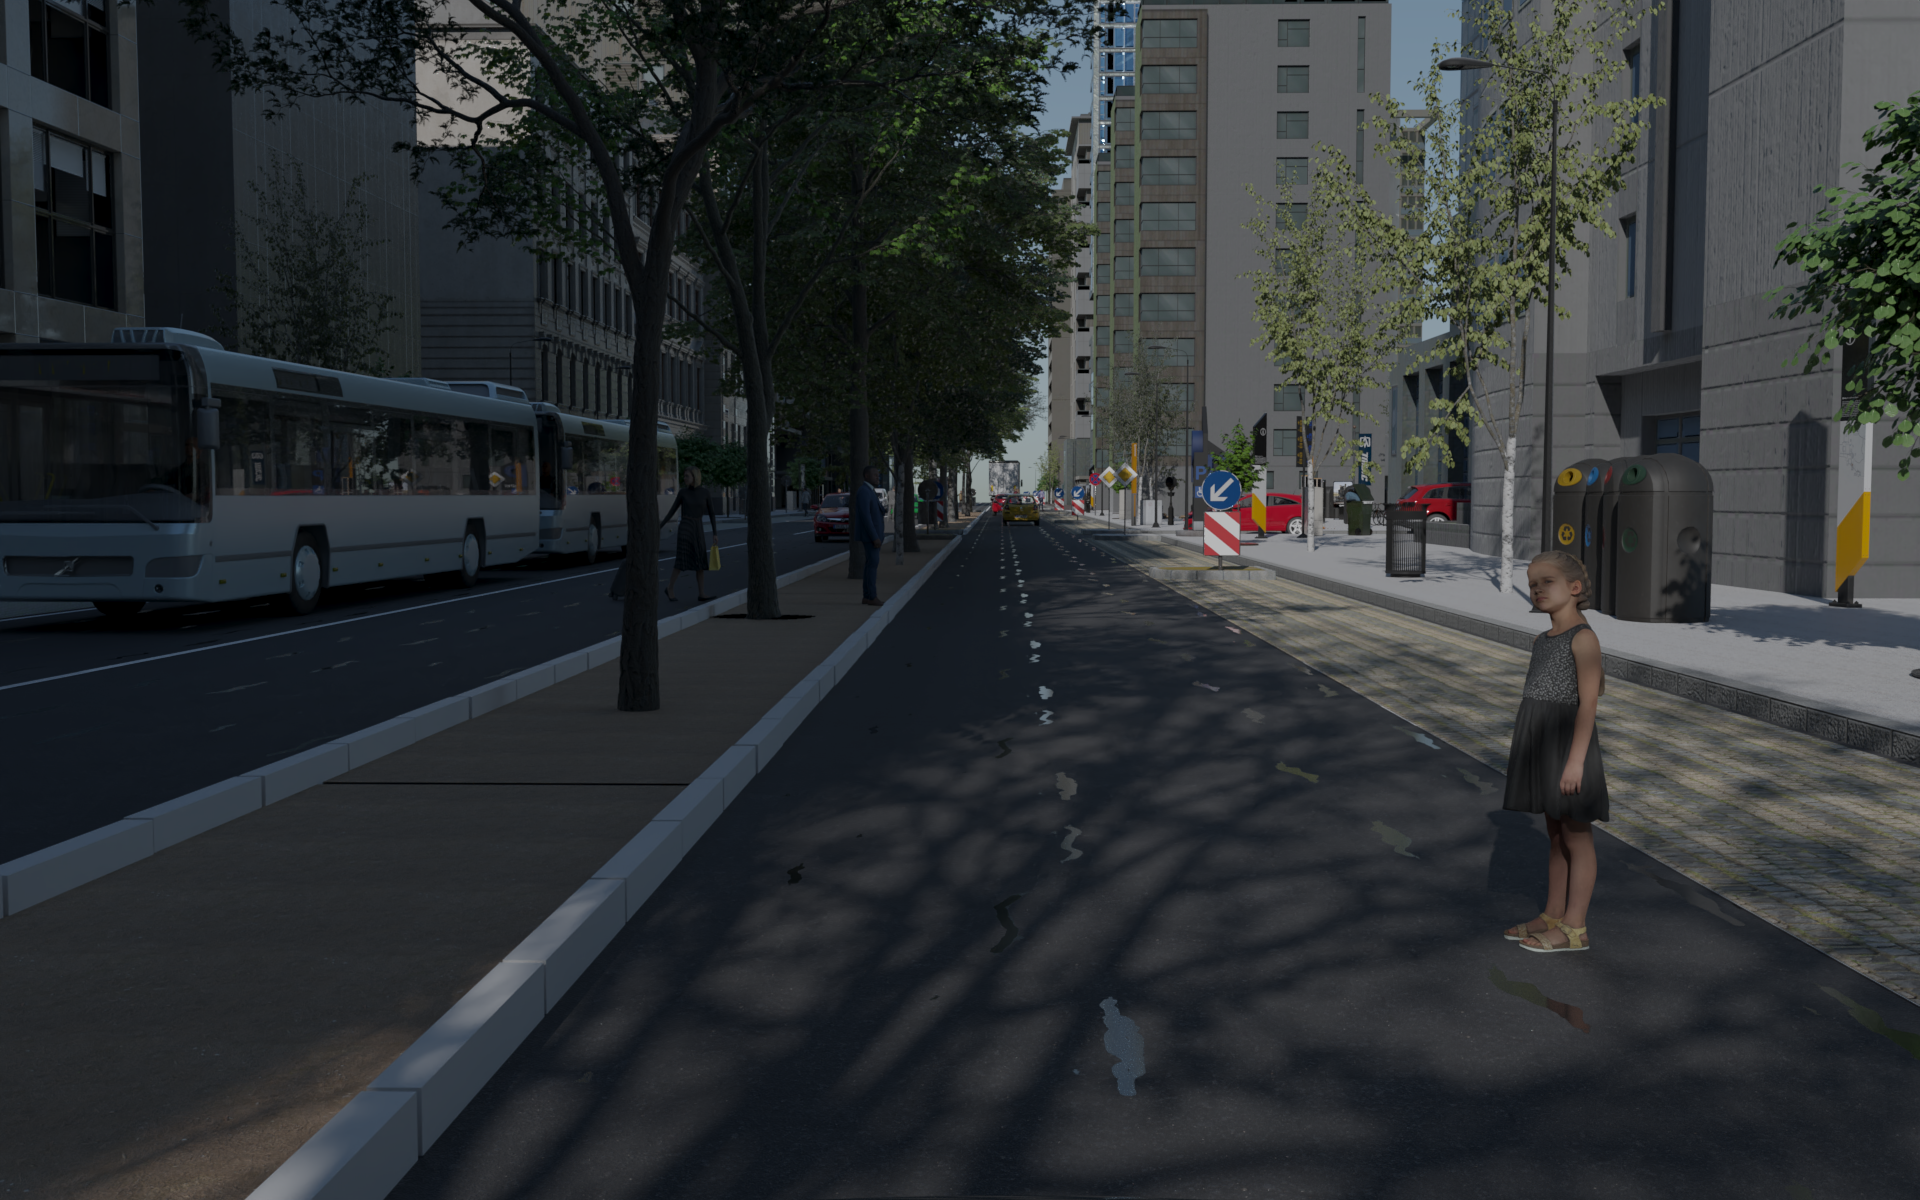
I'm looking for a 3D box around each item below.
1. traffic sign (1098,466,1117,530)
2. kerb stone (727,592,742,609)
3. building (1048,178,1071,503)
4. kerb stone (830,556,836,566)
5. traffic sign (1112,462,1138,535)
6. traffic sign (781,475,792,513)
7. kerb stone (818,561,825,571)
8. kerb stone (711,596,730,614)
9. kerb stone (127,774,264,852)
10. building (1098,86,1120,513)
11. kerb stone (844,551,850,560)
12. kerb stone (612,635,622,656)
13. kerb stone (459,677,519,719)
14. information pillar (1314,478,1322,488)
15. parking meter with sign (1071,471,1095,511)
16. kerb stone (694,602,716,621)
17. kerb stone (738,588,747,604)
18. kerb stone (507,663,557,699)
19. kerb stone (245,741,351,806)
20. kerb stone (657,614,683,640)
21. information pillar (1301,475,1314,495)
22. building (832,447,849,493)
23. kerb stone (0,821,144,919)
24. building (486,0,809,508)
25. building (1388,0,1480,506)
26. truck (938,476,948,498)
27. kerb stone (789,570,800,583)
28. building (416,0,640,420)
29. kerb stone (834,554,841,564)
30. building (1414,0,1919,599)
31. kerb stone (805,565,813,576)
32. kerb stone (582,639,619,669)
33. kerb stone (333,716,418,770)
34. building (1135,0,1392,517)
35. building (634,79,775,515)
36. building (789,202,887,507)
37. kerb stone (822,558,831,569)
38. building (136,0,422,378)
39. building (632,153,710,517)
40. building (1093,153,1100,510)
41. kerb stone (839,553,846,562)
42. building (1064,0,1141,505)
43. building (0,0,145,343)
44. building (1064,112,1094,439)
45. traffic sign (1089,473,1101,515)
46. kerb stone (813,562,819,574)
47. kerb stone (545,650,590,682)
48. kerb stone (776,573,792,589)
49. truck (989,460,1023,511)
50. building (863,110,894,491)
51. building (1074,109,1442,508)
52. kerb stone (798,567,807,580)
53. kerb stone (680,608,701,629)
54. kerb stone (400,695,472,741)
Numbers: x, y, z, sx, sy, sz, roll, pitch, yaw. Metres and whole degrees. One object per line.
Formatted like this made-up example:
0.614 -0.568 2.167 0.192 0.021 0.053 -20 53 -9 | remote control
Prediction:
5.363 -3.586 62.279 0.795 2.450 0.064 0 4 1 | traffic sign
-2.899 0.030 21.720 0.120 0.150 1.000 0 4 1 | kerb stone
24.202 -38.946 260.468 21.300 48.544 21.600 0 4 1 | building
-2.596 -0.721 34.036 0.120 0.150 1.000 0 4 1 | kerb stone
5.170 -3.098 54.296 0.795 2.450 0.064 0 4 1 | traffic sign
-11.806 -7.188 117.629 0.768 2.556 0.104 0 4 8 | traffic sign
-2.645 -0.587 31.984 0.120 0.150 1.000 0 4 1 | kerb stone
-2.915 0.092 20.696 0.120 0.150 1.000 0 4 1 | kerb stone
-3.242 0.907 7.364 0.120 0.150 1.000 0 4 1 | kerb stone
17.809 -21.665 125.921 14.160 30.474 14.107 0 4 1 | building
-2.518 -0.912 37.114 0.120 0.150 1.000 0 4 1 | kerb stone
-3.043 0.410 15.562 0.120 0.150 1.000 0 4 1 | kerb stone
-3.137 0.656 11.467 0.120 0.150 1.000 0 4 1 | kerb stone
16.474 -4.615 79.942 0.304 2.012 0.304 -2 4 -32 | information pillar
9.320 -8.263 131.364 1.738 3.016 0.543 0 4 1 | parking meter with sign
-2.943 0.155 19.671 0.120 0.150 1.000 0 4 1 | kerb stone
-2.868 -0.033 22.742 0.120 0.150 1.000 0 4 1 | kerb stone
-3.114 0.594 12.489 0.120 0.150 1.000 0 4 1 | kerb stone
-3.213 0.845 8.393 0.120 0.150 1.000 0 4 1 | kerb stone
-2.995 0.280 17.621 0.120 0.150 1.000 0 4 1 | kerb stone
13.639 -3.898 68.230 0.304 2.012 0.304 -1 4 -15 | information pillar
-18.947 -26.327 202.144 14.160 30.474 14.107 0 4 1 | building
-3.256 0.973 6.339 0.120 0.150 1.000 0 4 1 | kerb stone
-27.805 -34.385 151.439 28.713 52.752 27.495 0 4 1 | building
35.024 -46.502 72.979 31.000 86.520 22.319 0 4 1 | building
-2.773 -17.616 276.939 2.839 4.237 11.283 0 3 0 | truck
-2.740 -0.347 27.875 0.120 0.150 1.000 0 4 1 | kerb stone
-20.204 -13.700 73.145 9.793 20.994 18.267 0 4 1 | building
-2.568 -0.784 35.070 0.120 0.150 1.000 0 4 1 | kerb stone
21.475 -30.044 33.218 21.231 58.520 28.212 0 4 1 | building
-2.693 -0.469 29.926 0.120 0.150 1.000 0 4 1 | kerb stone
-3.056 0.468 14.539 0.120 0.150 1.000 0 4 1 | kerb stone
-3.191 0.782 9.415 0.120 0.150 1.000 0 4 1 | kerb stone
17.303 -20.316 103.861 14.160 30.474 14.107 0 4 1 | building
-19.632 -19.483 115.809 12.463 27.353 25.104 0 4 1 | building
-21.669 -35.650 237.495 22.147 44.769 28.867 0 4 1 | building
-2.620 -0.662 33.014 0.120 0.150 1.000 0 4 1 | kerb stone
-31.163 -13.899 46.318 30.058 24.678 14.314 0 4 1 | building
-20.469 -15.702 92.883 11.583 22.565 21.152 0 4 1 | building
18.418 -23.090 149.224 14.160 30.474 14.107 0 4 1 | building
-2.544 -0.850 36.092 0.120 0.150 1.000 0 4 1 | kerb stone
23.473 -53.896 193.865 22.319 86.520 31.000 0 4 1 | building
-25.669 -12.936 16.015 19.350 26.468 34.151 0 4 1 | building
28.999 -39.540 235.715 28.713 52.752 27.495 0 4 1 | building
8.102 -6.331 103.623 0.768 2.556 0.104 0 4 5 | traffic sign
-2.672 -0.535 30.953 0.120 0.150 1.000 0 4 1 | kerb stone
-3.089 0.531 13.518 0.120 0.150 1.000 0 4 1 | kerb stone
-2.770 -0.284 26.838 0.120 0.150 1.000 0 4 1 | kerb stone
3.897 -9.795 149.054 2.839 4.237 11.283 0 4 3 | truck
-21.091 -58.313 266.093 22.319 86.520 31.000 0 4 1 | building
27.495 -29.104 167.729 32.217 40.220 23.993 0 4 1 | building
-2.709 -0.410 28.897 0.120 0.150 1.000 0 4 1 | kerb stone
-2.965 0.223 18.647 0.120 0.150 1.000 0 4 1 | kerb stone
-3.175 0.719 10.445 0.120 0.150 1.000 0 4 1 | kerb stone
